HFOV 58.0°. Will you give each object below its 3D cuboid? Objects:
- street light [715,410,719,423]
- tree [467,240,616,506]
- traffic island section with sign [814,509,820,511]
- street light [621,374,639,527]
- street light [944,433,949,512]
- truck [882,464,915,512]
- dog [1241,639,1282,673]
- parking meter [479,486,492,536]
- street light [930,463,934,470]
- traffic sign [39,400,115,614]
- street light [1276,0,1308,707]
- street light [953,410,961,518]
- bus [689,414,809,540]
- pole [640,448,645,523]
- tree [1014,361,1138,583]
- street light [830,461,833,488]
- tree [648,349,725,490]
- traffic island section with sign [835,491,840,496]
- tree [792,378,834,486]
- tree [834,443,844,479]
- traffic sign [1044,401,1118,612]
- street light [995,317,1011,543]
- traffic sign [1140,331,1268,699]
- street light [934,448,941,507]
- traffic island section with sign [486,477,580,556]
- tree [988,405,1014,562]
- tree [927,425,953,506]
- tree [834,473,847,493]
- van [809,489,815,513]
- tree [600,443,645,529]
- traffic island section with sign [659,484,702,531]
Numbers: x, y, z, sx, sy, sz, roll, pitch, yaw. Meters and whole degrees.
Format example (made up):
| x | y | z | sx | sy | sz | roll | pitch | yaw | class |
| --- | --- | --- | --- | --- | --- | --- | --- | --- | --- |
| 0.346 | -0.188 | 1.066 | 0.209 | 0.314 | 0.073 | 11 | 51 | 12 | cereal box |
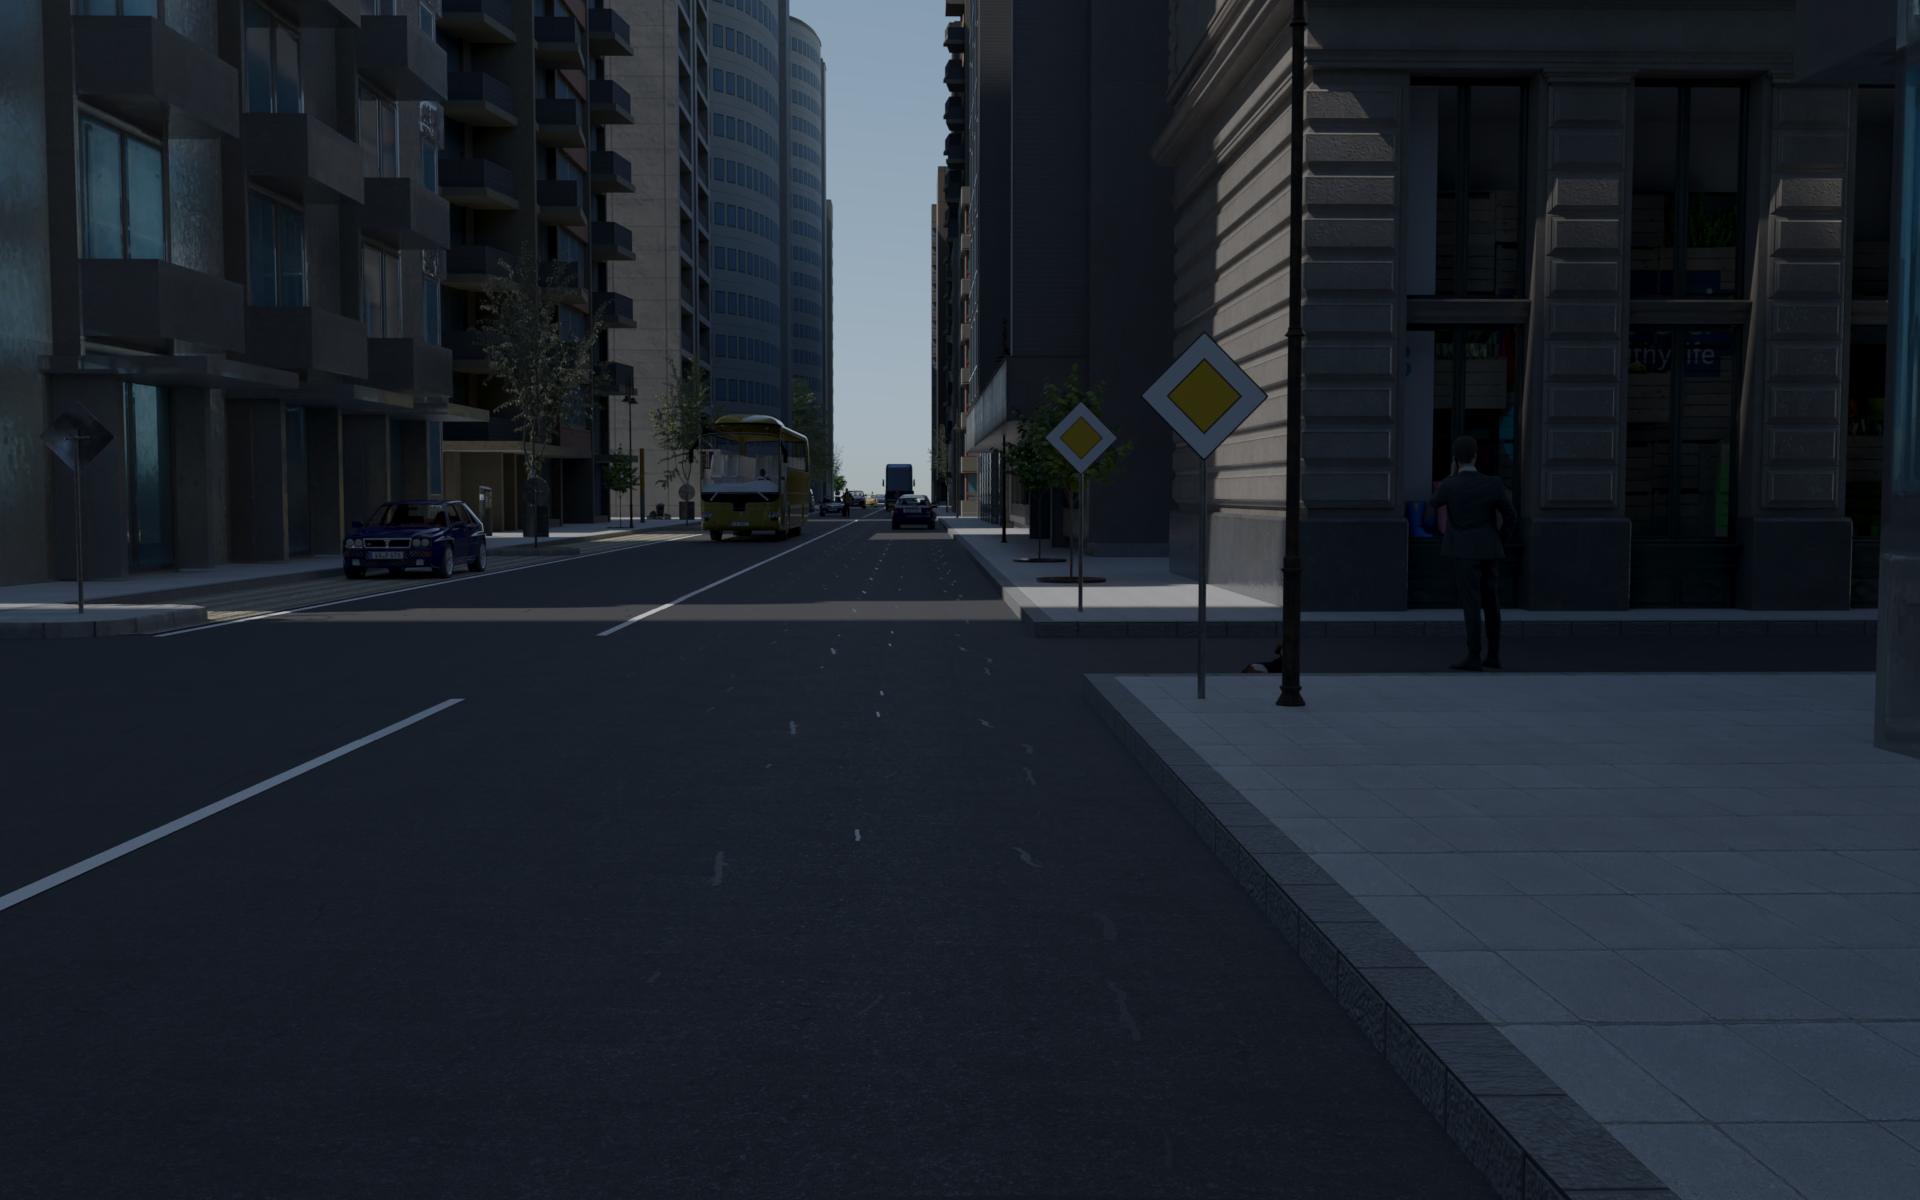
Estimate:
| x | y | z | sx | sy | sz | roll | pitch | yaw | class |
| --- | --- | --- | --- | --- | --- | --- | --- | --- | --- |
| -13.395 | -7.507 | 95.529 | 0.468 | 5.910 | 1.993 | 0 | 4 | -1 | street light |
| -12.482 | -6.177 | 51.356 | 4.360 | 8.622 | 3.978 | 0 | 3 | 0 | tree |
| -12.690 | -8.344 | 145.055 | 1.989 | 1.847 | 2.006 | 0 | 4 | -1 | traffic island section with sign |
| -12.746 | -5.763 | 67.006 | 0.468 | 5.910 | 1.993 | 0 | 4 | -1 | street light |
| -0.907 | -9.095 | 121.487 | 0.468 | 5.910 | 1.993 | 0 | 4 | -1 | street light |
| -5.076 | -9.652 | 147.562 | 2.967 | 4.110 | 18.799 | 0 | 4 | -3 | truck |
| 2.295 | 0.436 | 13.069 | 0.748 | 0.427 | 0.550 | 1 | 4 | 14 | dog |
| -14.450 | -2.713 | 52.773 | 0.372 | 1.533 | 0.369 | 0 | 3 | 0 | parking meter |
| -2.990 | -14.120 | 203.647 | 0.468 | 5.910 | 1.993 | 0 | 4 | -1 | street light |
| -9.434 | -0.911 | 18.534 | 0.795 | 2.450 | 0.064 | 0 | 4 | -1 | traffic sign |
| 2.010 | -2.297 | 10.350 | 0.468 | 5.910 | 1.993 | 0 | 4 | -1 | street light |
| -0.149 | -7.385 | 93.534 | 0.468 | 5.910 | 1.993 | 0 | 4 | -1 | street light |
| -6.628 | -4.001 | 56.963 | 2.896 | 3.916 | 12.252 | 0 | 4 | -1 | bus |
| -14.143 | -5.091 | 77.088 | 0.158 | 3.312 | 0.155 | 0 | 3 | 0 | pole |
| 1.763 | -1.876 | 25.267 | 1.663 | 3.219 | 1.824 | 0 | 3 | 0 | tree |
| -16.834 | -15.572 | 227.387 | 0.468 | 5.910 | 1.993 | 0 | 4 | -1 | street light |
| -13.999 | -8.450 | 88.527 | 4.737 | 8.622 | 4.395 | 0 | 3 | 0 | tree |
| -14.116 | -11.741 | 200.589 | 1.989 | 1.847 | 2.006 | 0 | 4 | -1 | traffic island section with sign |
| -16.250 | -15.399 | 169.904 | 7.486 | 12.596 | 7.792 | 0 | 3 | 0 | tree |
| -18.164 | -18.018 | 244.962 | 4.360 | 8.622 | 3.978 | 0 | 3 | 0 | tree |
| 1.308 | -0.926 | 18.788 | 0.795 | 2.450 | 0.064 | 0 | 4 | -1 | traffic sign |
| 1.160 | -4.443 | 45.436 | 0.468 | 5.910 | 1.993 | 0 | 4 | -1 | street light |
| 1.512 | -0.438 | 10.805 | 0.795 | 2.450 | 0.064 | 0 | 4 | -1 | traffic sign |
| -2.080 | -12.060 | 169.967 | 0.468 | 5.910 | 1.993 | 0 | 4 | -1 | street light |
| -10.016 | -1.958 | 40.649 | 1.989 | 1.847 | 2.006 | 0 | 4 | -1 | traffic island section with sign |
| 1.567 | -2.326 | 32.625 | 1.663 | 3.219 | 1.824 | 0 | 3 | 0 | tree |
| -1.347 | -14.085 | 180.655 | 4.360 | 8.622 | 3.978 | 0 | 3 | 0 | tree |
| -17.896 | -16.347 | 250.985 | 4.285 | 4.588 | 4.351 | 0 | 3 | 0 | tree |
| -12.173 | -7.761 | 133.898 | 2.013 | 2.044 | 4.112 | 0 | 4 | -2 | van |
| -12.612 | -4.302 | 64.939 | 1.663 | 3.219 | 1.824 | 0 | 3 | 0 | tree |
| -10.732 | -3.638 | 68.115 | 1.989 | 1.847 | 2.006 | 0 | 4 | -1 | traffic island section with sign |
